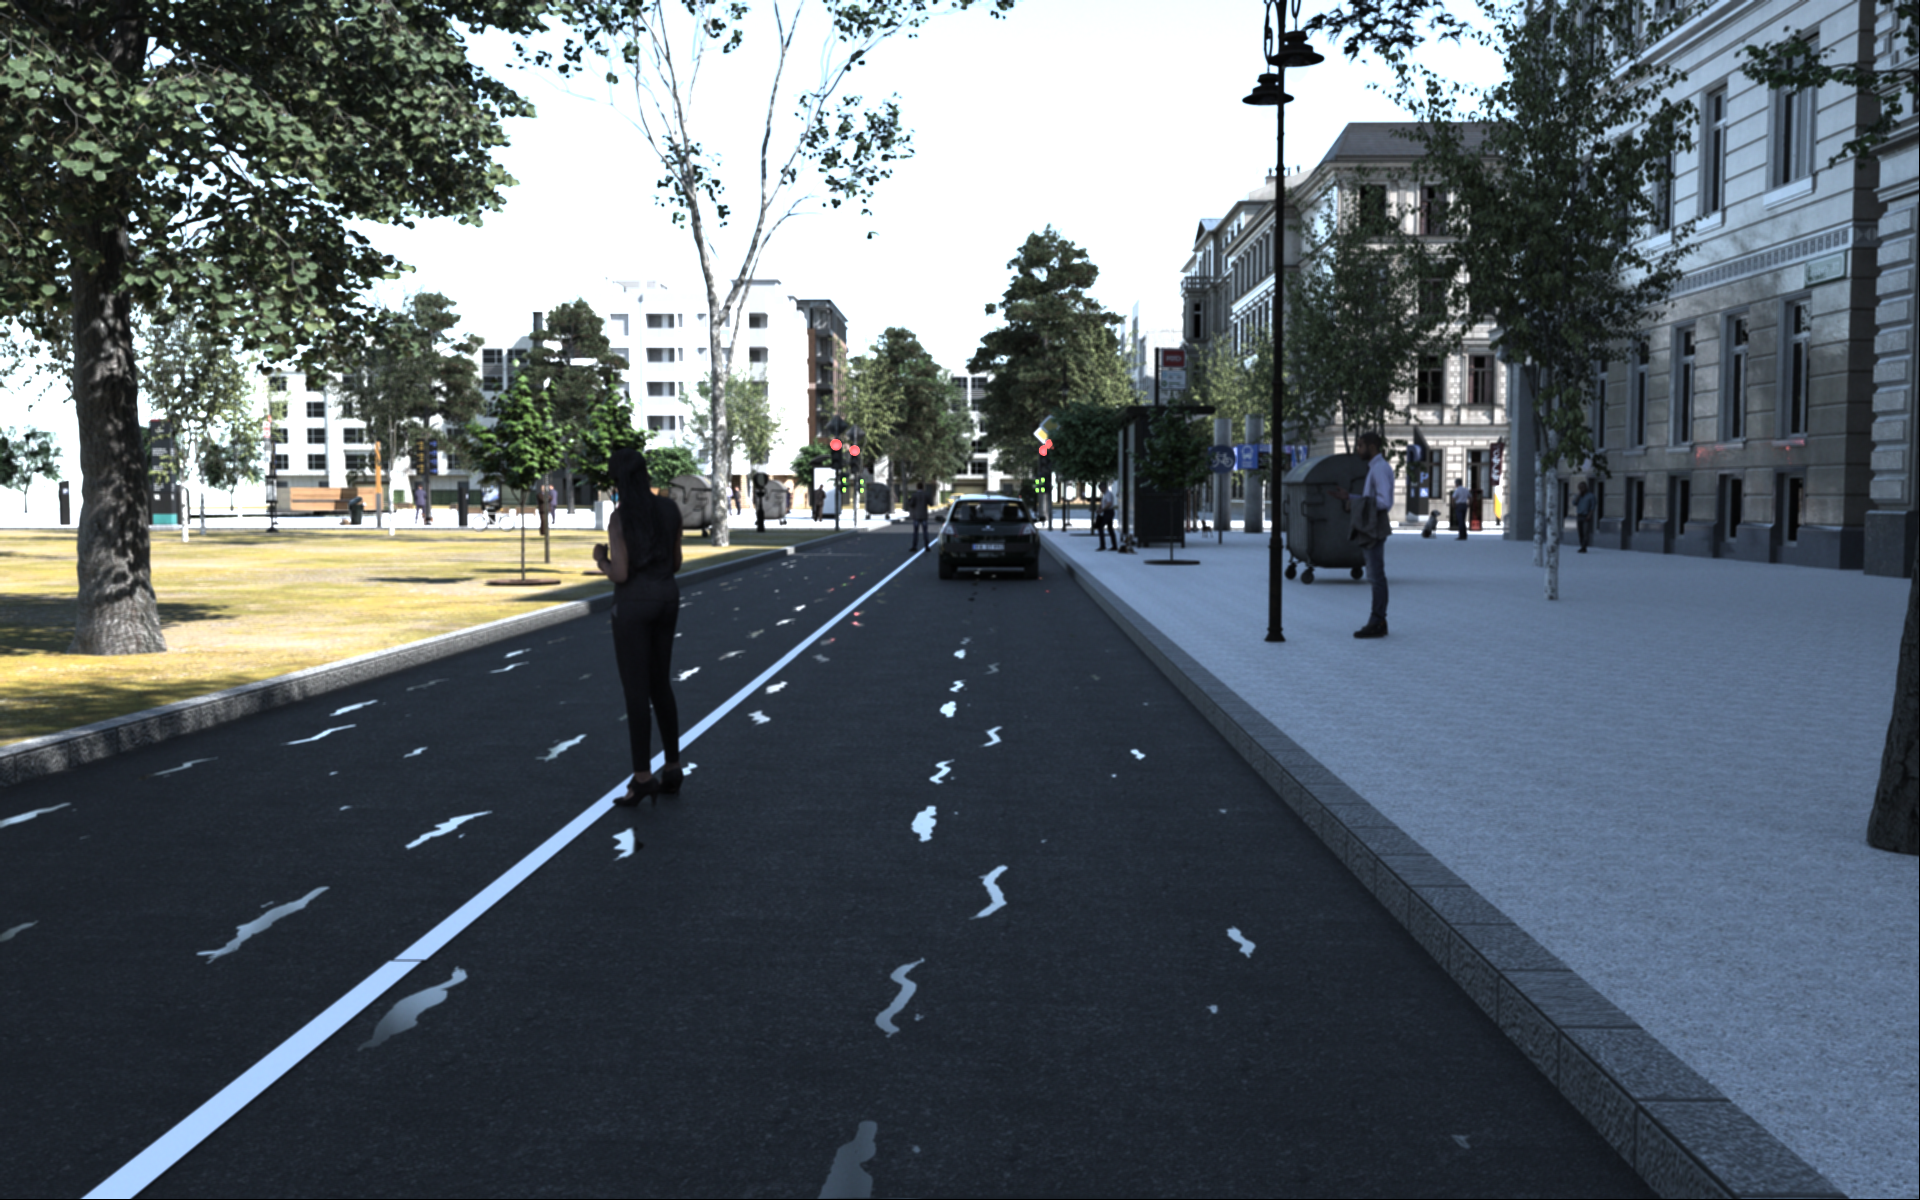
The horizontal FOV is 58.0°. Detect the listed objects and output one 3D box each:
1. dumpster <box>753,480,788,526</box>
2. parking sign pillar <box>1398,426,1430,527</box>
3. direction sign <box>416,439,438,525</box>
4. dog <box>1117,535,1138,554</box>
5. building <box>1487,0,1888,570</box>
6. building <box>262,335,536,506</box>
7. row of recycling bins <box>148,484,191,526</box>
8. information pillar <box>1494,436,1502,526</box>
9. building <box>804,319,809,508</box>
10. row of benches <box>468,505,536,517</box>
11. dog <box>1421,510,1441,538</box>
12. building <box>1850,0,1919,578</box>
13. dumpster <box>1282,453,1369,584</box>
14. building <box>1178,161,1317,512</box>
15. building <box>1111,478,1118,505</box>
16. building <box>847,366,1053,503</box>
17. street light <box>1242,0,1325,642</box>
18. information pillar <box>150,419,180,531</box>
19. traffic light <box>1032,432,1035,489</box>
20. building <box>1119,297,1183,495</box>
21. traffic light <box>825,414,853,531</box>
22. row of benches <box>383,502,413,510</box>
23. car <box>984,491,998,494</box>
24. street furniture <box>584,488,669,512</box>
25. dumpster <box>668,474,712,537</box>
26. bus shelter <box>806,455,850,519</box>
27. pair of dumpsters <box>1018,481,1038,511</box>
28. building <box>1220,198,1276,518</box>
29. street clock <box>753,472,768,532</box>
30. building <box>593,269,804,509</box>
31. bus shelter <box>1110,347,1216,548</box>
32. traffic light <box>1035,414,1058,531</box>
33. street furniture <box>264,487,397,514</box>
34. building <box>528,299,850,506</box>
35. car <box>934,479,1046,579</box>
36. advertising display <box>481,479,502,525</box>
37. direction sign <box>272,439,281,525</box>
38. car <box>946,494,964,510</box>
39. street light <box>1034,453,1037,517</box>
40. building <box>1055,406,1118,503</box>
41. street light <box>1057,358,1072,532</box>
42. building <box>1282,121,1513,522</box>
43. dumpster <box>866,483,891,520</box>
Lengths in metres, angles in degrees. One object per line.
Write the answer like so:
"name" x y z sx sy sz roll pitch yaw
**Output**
"dumpster" -7.714 -3.964 70.573 1.264 1.857 1.865 0 4 1
"parking sign pillar" 17.894 -4.845 67.695 1.447 3.967 1.447 0 4 -7
"direction sign" -21.804 -4.825 70.880 0.876 3.537 0.379 0 4 0
"dog" 3.665 -1.209 37.505 0.550 0.427 0.748 1 4 22
"building" 21.322 -15.424 38.085 13.634 28.700 20.117 0 4 1
"building" -61.924 -20.484 201.363 31.486 18.905 16.747 0 4 1
"row of recycling bins" -33.233 -3.880 70.545 1.069 1.692 3.534 3 5 43
"information pillar" 21.694 -4.800 69.828 0.183 3.616 0.504 3 5 42
"building" -22.230 -18.693 162.055 16.016 20.091 11.380 0 4 1
"row of benches" -25.904 -4.994 97.107 4.104 0.672 1.422 0 4 -7
"dog" 13.760 -2.218 50.651 0.513 0.831 0.800 1 4 11
"building" 18.982 -11.538 17.530 11.050 23.489 19.941 0 4 1
"dumpster" 5.467 -1.194 25.278 1.264 1.857 1.865 0 4 1
"building" 23.180 -18.736 125.423 14.460 24.649 34.723 0 4 1
"building" 21.541 -15.430 194.425 9.099 9.664 28.070 0 4 1
"building" -2.777 -23.315 247.659 31.486 18.905 16.747 0 4 1
"street light" 2.746 -2.577 14.922 0.468 5.910 1.993 0 4 1
"information pillar" -27.496 -4.308 59.818 0.750 3.857 0.750 -1 4 -8
"traffic light" 3.265 -4.811 67.912 0.839 4.213 0.868 0 4 1
"building" 24.581 -18.199 164.014 16.747 18.905 31.486 0 4 1
"traffic light" -4.250 -4.331 60.056 0.839 4.213 0.868 0 4 1
"row of benches" -45.029 -7.407 136.564 4.104 0.672 1.422 1 4 10
"car" 3.434 -11.200 191.796 2.281 1.827 5.304 0 4 1
"street furniture" -21.352 -7.108 123.074 9.812 1.723 11.010 -3 5 -40
"dumpster" -8.022 -2.814 51.759 1.264 1.857 1.865 0 4 1
"bus shelter" -6.836 -5.988 91.820 2.014 3.302 5.546 0 4 1
"pair of dumpsters" 5.229 -7.881 131.343 1.574 2.255 4.436 0 4 1
"building" 21.248 -14.292 98.309 10.561 19.102 19.286 0 4 1
"street clock" -6.693 -3.277 58.150 0.358 2.002 0.471 3 5 44
"building" -22.415 -17.936 149.679 16.016 20.091 11.380 0 4 1
"bus shelter" 5.100 -4.134 45.224 2.179 5.291 8.768 0 4 1
"traffic light" 3.110 -4.323 59.928 0.839 4.213 0.868 0 4 1
"street furniture" -41.925 -6.764 117.445 11.010 1.723 9.812 3 5 40
"building" -29.547 -21.502 195.526 32.646 21.610 27.936 0 4 1
"car" 0.528 -1.274 30.620 2.009 1.686 4.222 0 4 2
"advertising display" -19.385 -4.062 71.635 0.974 1.923 0.123 2 4 25
"direction sign" -28.318 -4.867 71.571 0.379 3.537 0.876 -1 4 -14
"car" -0.238 -8.748 153.253 2.015 1.641 3.980 0 4 3
"street light" 4.308 -7.670 98.187 0.468 5.910 1.993 0 4 1
"building" 19.458 -23.806 245.647 11.380 20.091 16.016 0 4 1
"street light" 3.550 -5.267 58.904 0.468 5.910 1.993 0 4 1
"building" 26.186 -13.384 83.458 19.286 19.102 10.561 0 4 1
"dumpster" -4.177 -5.012 87.706 1.264 1.857 1.865 0 4 1
